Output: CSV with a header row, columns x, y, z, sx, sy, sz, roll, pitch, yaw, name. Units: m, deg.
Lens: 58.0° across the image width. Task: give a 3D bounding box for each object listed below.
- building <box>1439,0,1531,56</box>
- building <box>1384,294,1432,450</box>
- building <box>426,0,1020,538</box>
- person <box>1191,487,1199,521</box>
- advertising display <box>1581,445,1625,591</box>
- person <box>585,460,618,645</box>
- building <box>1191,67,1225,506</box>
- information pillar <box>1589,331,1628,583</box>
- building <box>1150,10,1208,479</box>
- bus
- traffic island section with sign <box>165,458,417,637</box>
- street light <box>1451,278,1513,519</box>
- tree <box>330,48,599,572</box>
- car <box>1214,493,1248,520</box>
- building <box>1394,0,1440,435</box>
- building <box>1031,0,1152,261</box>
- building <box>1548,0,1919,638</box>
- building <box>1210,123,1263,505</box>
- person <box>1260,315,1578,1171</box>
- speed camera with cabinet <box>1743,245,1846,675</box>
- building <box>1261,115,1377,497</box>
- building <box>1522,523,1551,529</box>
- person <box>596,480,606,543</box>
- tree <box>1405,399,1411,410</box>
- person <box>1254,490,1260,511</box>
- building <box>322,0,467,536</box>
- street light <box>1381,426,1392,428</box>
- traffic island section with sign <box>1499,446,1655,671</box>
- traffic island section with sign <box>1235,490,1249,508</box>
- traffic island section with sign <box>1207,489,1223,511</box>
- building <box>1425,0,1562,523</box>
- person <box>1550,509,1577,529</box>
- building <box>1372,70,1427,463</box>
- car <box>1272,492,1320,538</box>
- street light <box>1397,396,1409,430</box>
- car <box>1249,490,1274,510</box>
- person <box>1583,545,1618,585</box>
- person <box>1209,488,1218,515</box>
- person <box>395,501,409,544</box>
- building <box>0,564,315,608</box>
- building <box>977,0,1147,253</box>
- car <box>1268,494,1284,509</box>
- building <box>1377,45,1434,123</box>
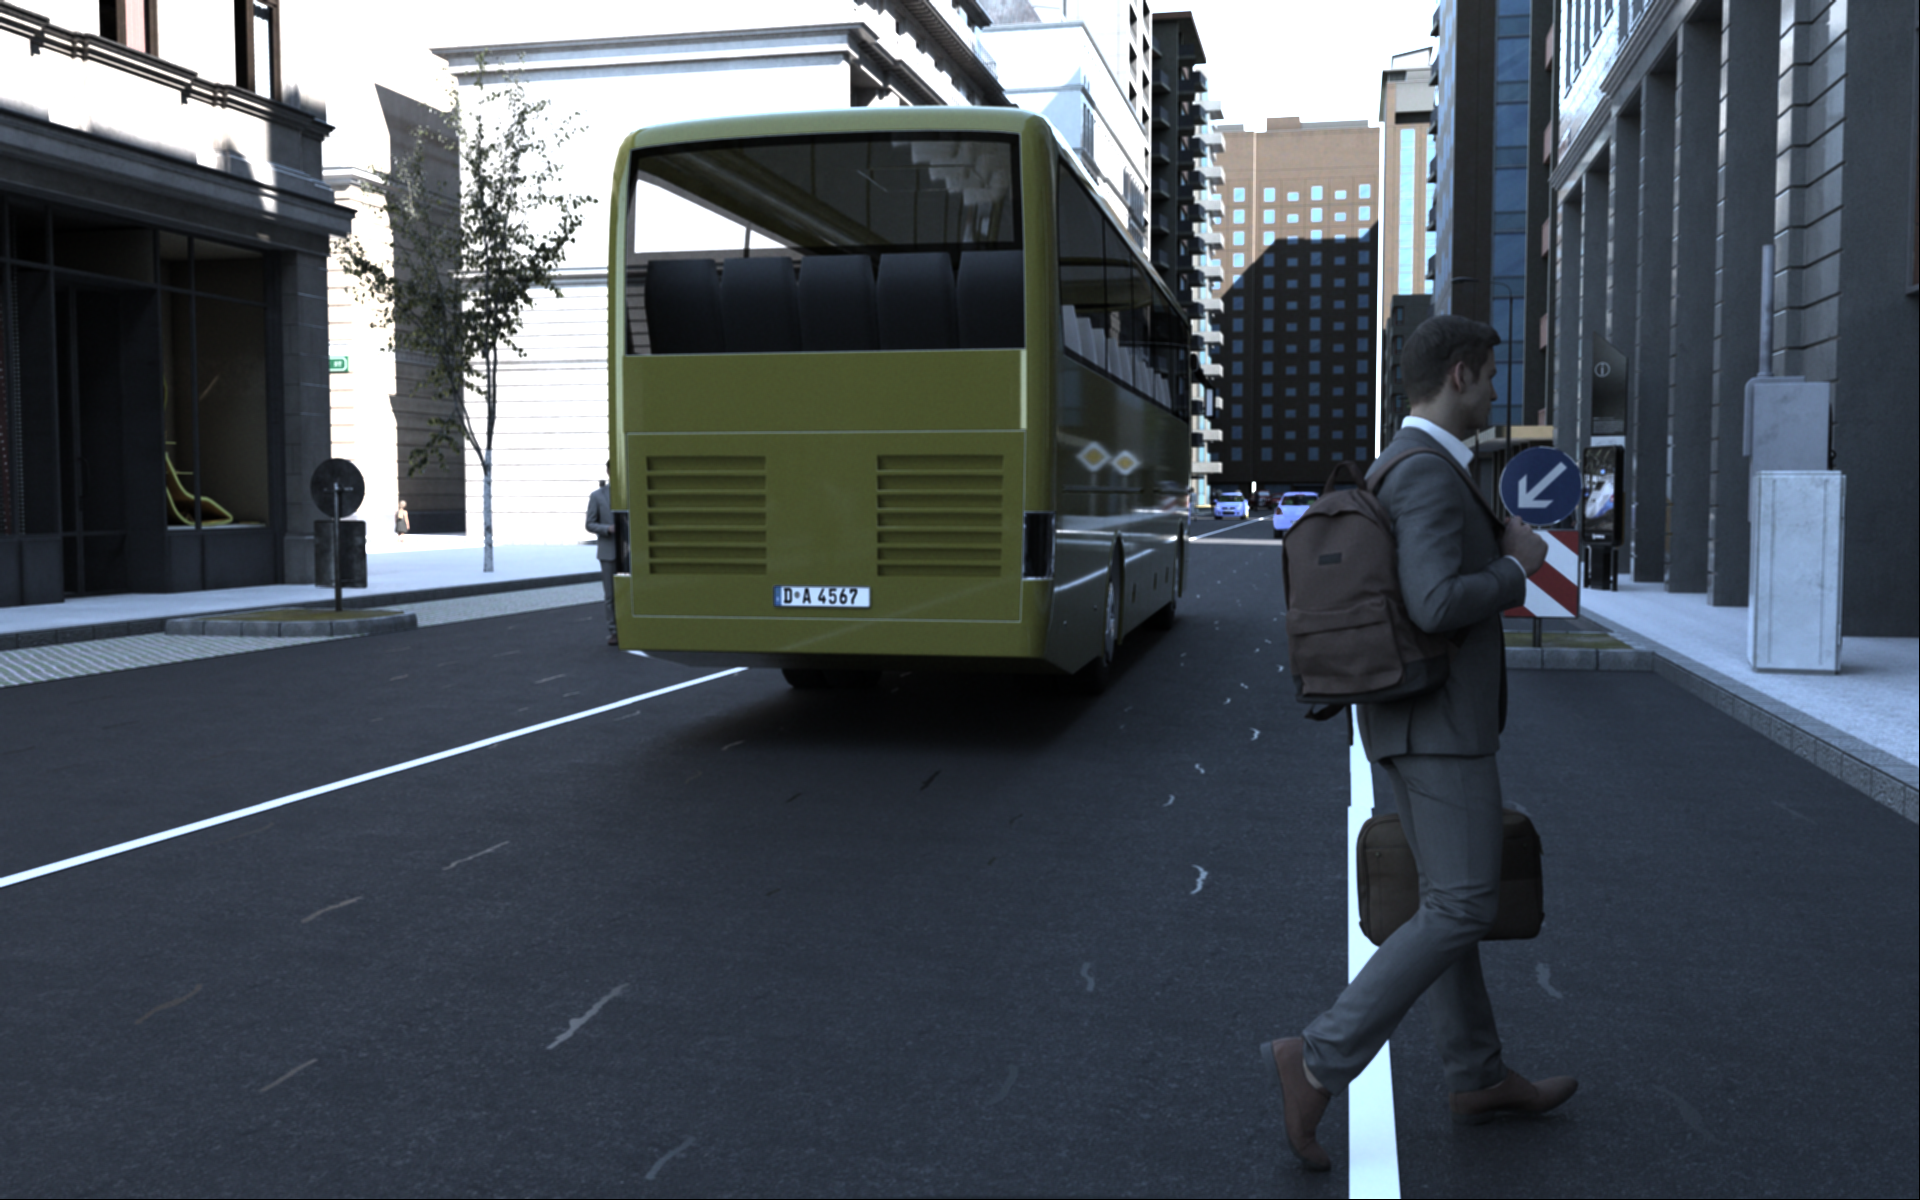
x,y,z,sx,sy,sz,roll,pitch,yaw,name
27.647,-25.852,72.789,14.600,45.320,14.200,1,4,13,building
54.151,-19.360,161.569,27.650,21.520,28.899,1,4,13,building
-6.446,-13.393,60.770,13.314,21.916,24.055,1,4,13,building
12.206,-5.032,91.132,0.694,1.780,0.624,0,4,-6,person
8.607,-1.102,23.224,0.123,1.923,0.974,0,4,-5,advertising display
-3.210,-0.472,16.423,0.606,1.804,0.583,-2,4,-30,person
12.910,-34.752,187.810,30.456,49.044,23.786,1,4,13,building
9.265,-2.045,24.796,0.504,3.616,0.183,2,4,35,information pillar
10.706,-30.782,157.912,22.147,44.769,28.867,1,4,13,building
0.467,-1.457,15.362,2.896,3.916,12.252,1,4,11,bus
-6.863,-0.586,18.212,1.989,1.847,2.006,1,4,13,traffic island section with sign
11.224,-3.955,37.201,1.470,5.913,1.316,1,4,13,street light
-8.018,-4.773,28.397,4.360,8.622,3.978,0,3,0,tree
15.469,-5.454,98.756,1.945,1.707,3.694,1,4,13,car
45.264,-50.047,130.935,22.319,86.520,31.000,1,4,13,building
6.160,-42.476,132.728,20.563,71.187,20.611,1,4,13,building
14.654,-14.867,20.572,11.434,29.767,29.804,1,4,13,building
28.677,-34.235,209.859,14.200,45.320,14.600,1,4,13,building
1.022,0.281,3.871,0.822,1.834,0.622,-1,4,-10,person
6.341,-1.151,13.160,0.660,3.252,2.038,1,4,22,speed camera with cabinet
42.713,-34.095,207.565,14.200,45.320,14.600,1,4,13,building
29.975,-24.179,49.955,28.867,44.769,22.147,1,4,13,building
-9.464,-2.280,45.870,0.635,1.810,0.391,1,4,23,person
24.009,-8.291,85.917,4.737,8.622,4.395,0,3,0,tree
24.647,-8.224,143.403,0.568,1.767,0.683,-2,4,-30,person
-26.220,-16.724,59.337,20.117,28.700,13.634,1,4,13,building
29.427,-8.917,118.336,1.470,5.913,1.316,1,4,13,street light
4.885,-0.400,15.167,1.989,1.847,2.006,1,4,13,traffic island section with sign
27.988,-10.113,173.971,1.989,1.847,2.006,1,4,13,traffic island section with sign
22.105,-8.504,147.663,1.989,1.847,2.006,1,4,13,traffic island section with sign
38.828,-27.272,100.518,22.147,44.769,28.867,1,4,13,building
9.762,-1.324,28.110,0.576,1.772,0.534,3,4,38,person
51.858,-32.627,183.565,14.600,45.320,14.200,1,4,13,building
11.309,-2.927,57.452,1.945,1.707,3.694,1,4,12,car
21.492,-6.722,82.442,1.470,5.913,1.316,1,4,13,street light
27.654,-9.188,158.897,2.281,1.827,5.304,1,4,11,car
8.963,-1.073,24.133,0.362,1.759,0.519,-3,5,-42,person
17.721,-6.877,120.711,0.659,1.850,0.755,0,4,0,person
-14.659,-1.976,45.478,0.362,1.253,0.373,1,4,16,person
-17.689,-9.510,6.398,10.553,20.767,40.483,1,4,13,building
4.428,-20.249,108.563,11.434,29.767,29.804,1,4,13,building
30.939,-9.739,168.265,2.155,1.783,4.494,1,4,13,car
64.817,-38.008,210.662,27.495,52.752,28.713,1,4,13,building
